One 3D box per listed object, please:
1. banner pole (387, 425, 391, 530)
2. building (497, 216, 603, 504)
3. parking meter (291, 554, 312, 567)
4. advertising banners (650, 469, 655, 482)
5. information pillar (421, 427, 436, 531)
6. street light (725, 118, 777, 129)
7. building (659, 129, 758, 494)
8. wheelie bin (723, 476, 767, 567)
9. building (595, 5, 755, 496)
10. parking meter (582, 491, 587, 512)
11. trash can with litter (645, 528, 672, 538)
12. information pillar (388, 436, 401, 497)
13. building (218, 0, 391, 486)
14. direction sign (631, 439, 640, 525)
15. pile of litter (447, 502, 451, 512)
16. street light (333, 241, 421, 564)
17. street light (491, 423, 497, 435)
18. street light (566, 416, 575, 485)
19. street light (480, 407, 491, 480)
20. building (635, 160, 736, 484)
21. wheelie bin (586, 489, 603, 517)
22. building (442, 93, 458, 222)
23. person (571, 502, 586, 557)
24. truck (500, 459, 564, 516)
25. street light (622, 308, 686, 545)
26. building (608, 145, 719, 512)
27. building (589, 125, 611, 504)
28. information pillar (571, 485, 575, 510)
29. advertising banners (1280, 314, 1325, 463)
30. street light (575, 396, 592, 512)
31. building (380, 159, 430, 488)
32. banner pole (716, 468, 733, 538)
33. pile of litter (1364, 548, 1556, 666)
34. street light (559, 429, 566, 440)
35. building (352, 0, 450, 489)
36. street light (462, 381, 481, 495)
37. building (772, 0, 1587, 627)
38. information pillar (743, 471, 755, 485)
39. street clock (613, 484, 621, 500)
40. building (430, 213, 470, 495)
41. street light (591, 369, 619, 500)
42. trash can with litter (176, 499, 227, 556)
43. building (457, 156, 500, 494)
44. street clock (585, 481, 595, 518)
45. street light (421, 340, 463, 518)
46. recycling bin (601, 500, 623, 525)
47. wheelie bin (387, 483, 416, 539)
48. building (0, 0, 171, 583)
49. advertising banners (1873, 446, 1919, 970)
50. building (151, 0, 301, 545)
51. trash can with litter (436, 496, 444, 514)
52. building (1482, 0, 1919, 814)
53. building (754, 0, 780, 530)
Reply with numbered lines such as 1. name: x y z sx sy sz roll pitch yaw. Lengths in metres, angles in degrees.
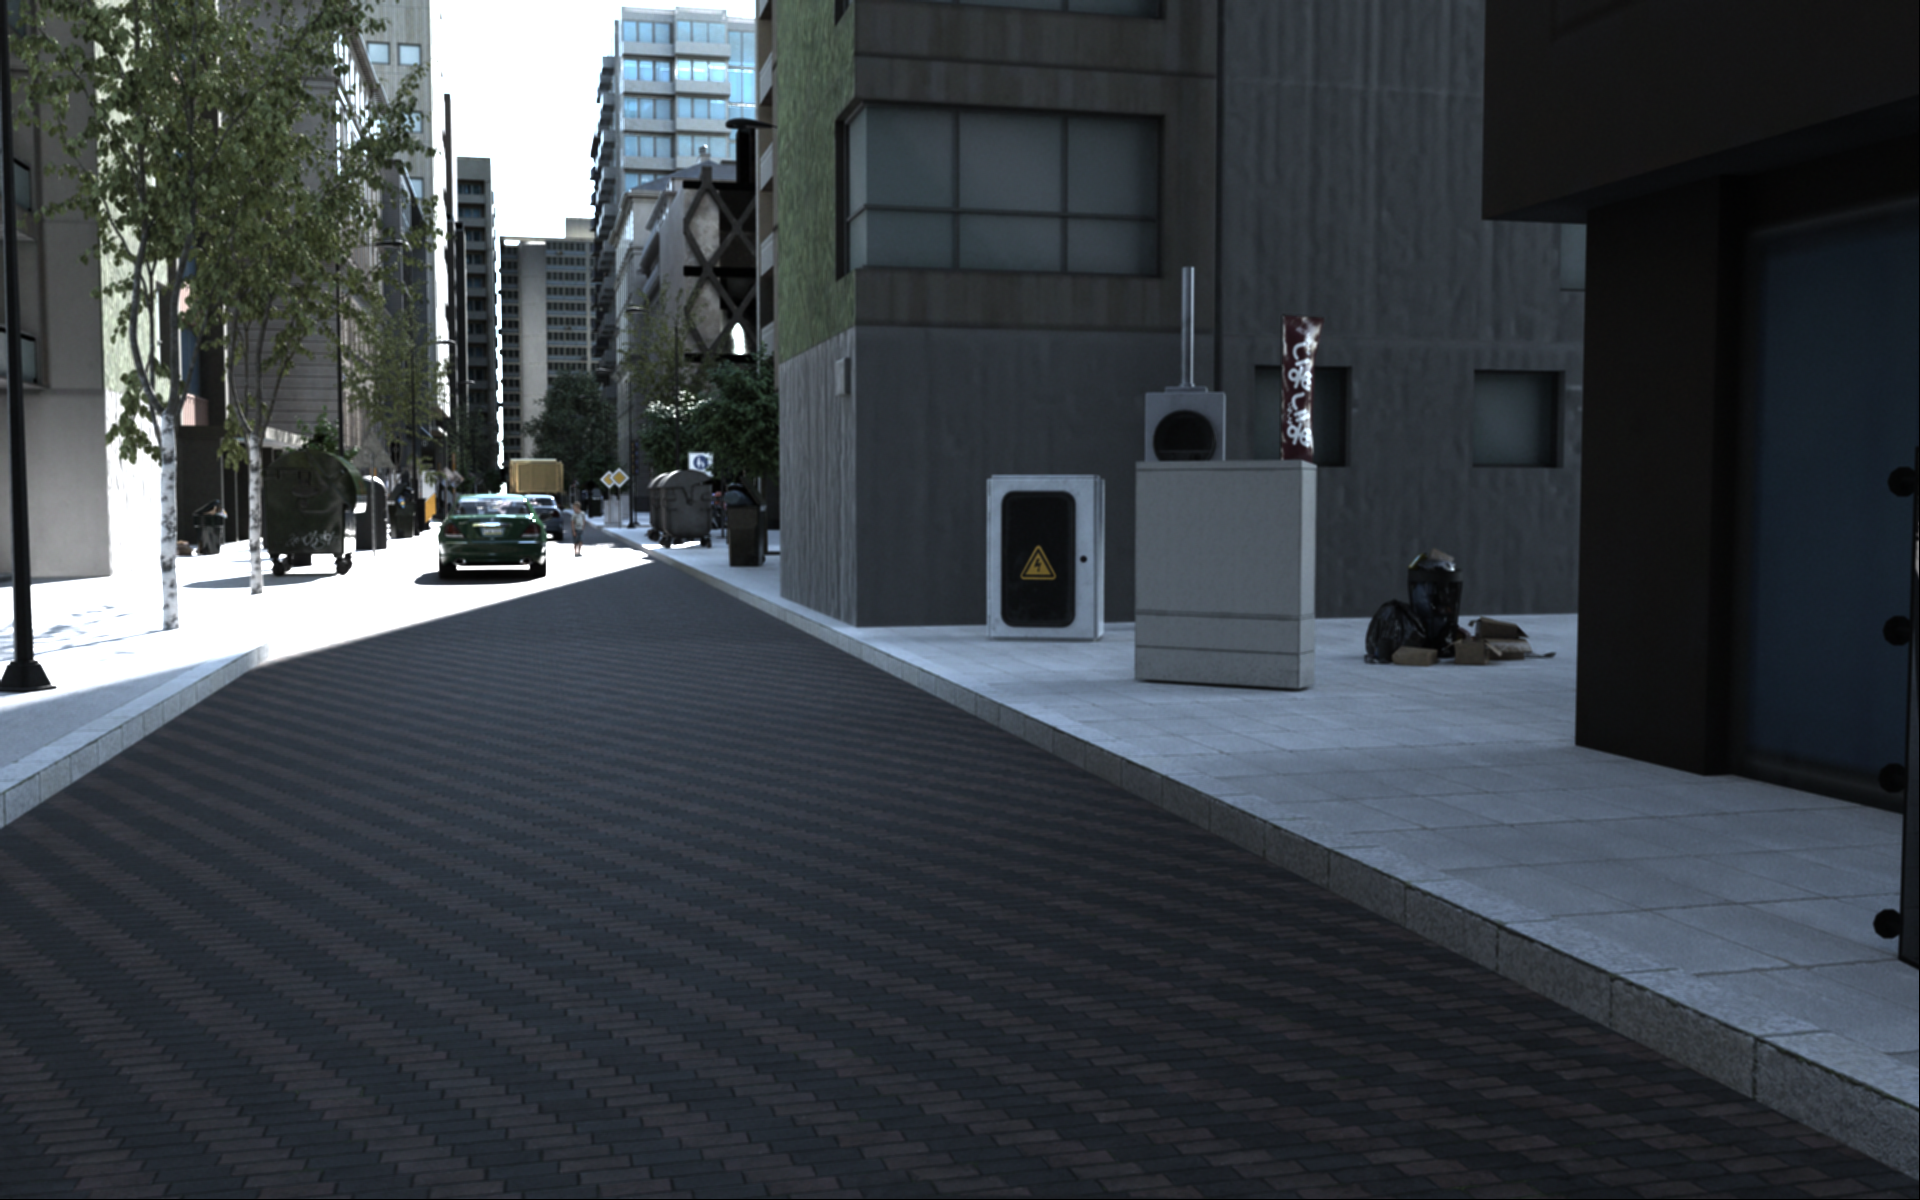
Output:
1. banner pole: -20.343 -4.393 61.846 0.401 3.779 0.863 -1 4 -22
2. building: -53.080 -33.878 245.789 23.993 40.220 32.217 -1 4 -14
3. parking meter: -11.709 -1.365 30.728 0.372 1.533 0.369 0 3 0
4. advertising banners: -16.559 -6.080 95.591 0.090 3.025 2.074 -3 5 -44
5. information pillar: -18.655 -4.244 60.741 0.504 3.616 0.183 1 4 10
6. street light: -2.211 -3.006 21.694 1.470 5.913 1.316 -1 4 -14
7. building: -5.702 -13.340 85.556 16.811 18.784 16.820 -1 4 -14
8. wheelie bin: -3.834 -1.404 30.860 0.693 1.594 0.980 0 4 5
9. building: -25.274 -34.054 176.393 23.786 49.044 30.456 -1 4 -14
10. parking meter: -27.630 -7.282 127.475 0.372 1.533 0.369 0 3 0
11. trash can with litter: -8.584 -2.361 49.995 1.055 1.170 0.624 0 4 6
12. information pillar: -22.760 -4.794 69.732 0.504 3.616 0.183 0 4 -1
13. building: -34.549 -17.475 82.982 12.463 27.353 25.104 -1 4 -14
14. direction sign: -13.531 -4.903 72.165 0.379 3.537 0.876 -2 4 -28
15. pile of litter: -38.198 -7.218 131.983 1.719 0.858 1.176 -3 4 -37
16. street light: -10.801 -3.623 31.783 1.470 5.913 1.316 -1 4 -14
17. street light: -31.125 -8.583 112.869 1.470 5.913 1.316 -1 4 -14
18. street light: -22.431 -7.967 102.802 1.470 5.913 1.316 -1 4 -14
19. street light: -25.857 -7.304 91.964 1.470 5.913 1.316 -1 4 -14
20. building: -13.446 -16.528 112.029 13.314 21.916 24.055 -1 4 -14
21. wheelie bin: -20.808 -5.538 98.449 0.980 1.594 0.693 -2 4 -31
22. building: -61.887 -32.915 188.276 14.600 45.320 14.200 -1 4 -14
23. person: -8.658 -1.600 39.346 0.332 1.250 0.352 0 4 -1
24. truck: -23.120 -6.009 94.175 3.469 3.379 9.791 -1 4 -16
25. street light: -7.638 -4.336 43.440 1.470 5.913 1.316 -1 4 -14
26. building: -20.508 -20.681 135.390 12.463 27.353 25.104 -1 4 -14
27. building: -32.310 -33.691 205.466 22.147 44.769 28.867 -1 4 -14
28. information pillar: -32.022 -8.482 143.172 0.304 2.012 0.304 -1 4 -13
29. advertising banners: 2.666 -1.250 16.633 2.074 3.025 0.090 -2 4 -27
30. street light: -17.309 -6.697 82.044 1.470 5.913 1.316 -1 4 -14
31. building: -41.888 -17.810 110.255 14.314 24.678 30.058 -1 4 -14
32. banner pole: -6.829 -3.706 50.615 0.401 3.779 0.863 1 4 22
33. pile of litter: 3.889 0.031 13.463 1.719 0.858 1.176 -1 4 -11
34. street light: -27.623 -9.242 123.654 1.470 5.913 1.316 -1 4 -14
35. building: -59.599 -34.441 152.355 28.713 52.752 27.495 -1 4 -14
36. street light: -20.632 -6.034 71.196 1.470 5.913 1.316 -1 4 -14
37. building: 4.150 -20.803 23.730 14.154 41.232 14.086 -1 4 -14
38. information pillar: -5.563 -2.527 45.801 0.304 2.012 0.304 -1 4 -9
39. street clock: -17.050 -4.999 86.299 0.358 2.002 0.471 -3 5 -42
40. building: -57.277 -24.670 175.062 14.160 30.474 14.107 -1 4 -14
41. street light: -12.834 -5.629 64.567 1.470 5.913 1.316 -1 4 -14
42. trash can with litter: -15.967 -1.522 36.278 1.055 1.170 0.624 -3 5 -43
43. building: -73.728 -37.337 234.165 21.600 48.544 21.300 -1 4 -14
44. street clock: -19.989 -5.448 93.640 0.471 2.002 0.358 -2 4 -34
45. street light: -15.946 -4.882 52.355 1.470 5.913 1.316 -1 4 -14
46. recycling bin: -14.667 -3.717 73.325 0.722 1.027 0.722 0 4 -4
47. wheelie bin: -16.173 -2.585 50.170 0.693 1.594 0.980 -3 5 -40
48. building: -19.514 -20.706 22.136 14.154 41.232 14.086 -1 4 -14
49. advertising banners: 2.614 -0.461 3.729 0.090 3.025 2.074 0 4 -1
50. building: -32.537 -23.742 42.811 28.867 44.769 22.147 -1 4 -14
51. trash can with litter: -24.570 -4.322 82.045 0.624 1.170 1.055 2 4 31
52. building: 11.123 -21.557 2.564 14.600 45.320 14.200 -1 4 -14
53. building: 5.540 -26.314 53.939 21.300 48.544 21.600 -1 4 -14
